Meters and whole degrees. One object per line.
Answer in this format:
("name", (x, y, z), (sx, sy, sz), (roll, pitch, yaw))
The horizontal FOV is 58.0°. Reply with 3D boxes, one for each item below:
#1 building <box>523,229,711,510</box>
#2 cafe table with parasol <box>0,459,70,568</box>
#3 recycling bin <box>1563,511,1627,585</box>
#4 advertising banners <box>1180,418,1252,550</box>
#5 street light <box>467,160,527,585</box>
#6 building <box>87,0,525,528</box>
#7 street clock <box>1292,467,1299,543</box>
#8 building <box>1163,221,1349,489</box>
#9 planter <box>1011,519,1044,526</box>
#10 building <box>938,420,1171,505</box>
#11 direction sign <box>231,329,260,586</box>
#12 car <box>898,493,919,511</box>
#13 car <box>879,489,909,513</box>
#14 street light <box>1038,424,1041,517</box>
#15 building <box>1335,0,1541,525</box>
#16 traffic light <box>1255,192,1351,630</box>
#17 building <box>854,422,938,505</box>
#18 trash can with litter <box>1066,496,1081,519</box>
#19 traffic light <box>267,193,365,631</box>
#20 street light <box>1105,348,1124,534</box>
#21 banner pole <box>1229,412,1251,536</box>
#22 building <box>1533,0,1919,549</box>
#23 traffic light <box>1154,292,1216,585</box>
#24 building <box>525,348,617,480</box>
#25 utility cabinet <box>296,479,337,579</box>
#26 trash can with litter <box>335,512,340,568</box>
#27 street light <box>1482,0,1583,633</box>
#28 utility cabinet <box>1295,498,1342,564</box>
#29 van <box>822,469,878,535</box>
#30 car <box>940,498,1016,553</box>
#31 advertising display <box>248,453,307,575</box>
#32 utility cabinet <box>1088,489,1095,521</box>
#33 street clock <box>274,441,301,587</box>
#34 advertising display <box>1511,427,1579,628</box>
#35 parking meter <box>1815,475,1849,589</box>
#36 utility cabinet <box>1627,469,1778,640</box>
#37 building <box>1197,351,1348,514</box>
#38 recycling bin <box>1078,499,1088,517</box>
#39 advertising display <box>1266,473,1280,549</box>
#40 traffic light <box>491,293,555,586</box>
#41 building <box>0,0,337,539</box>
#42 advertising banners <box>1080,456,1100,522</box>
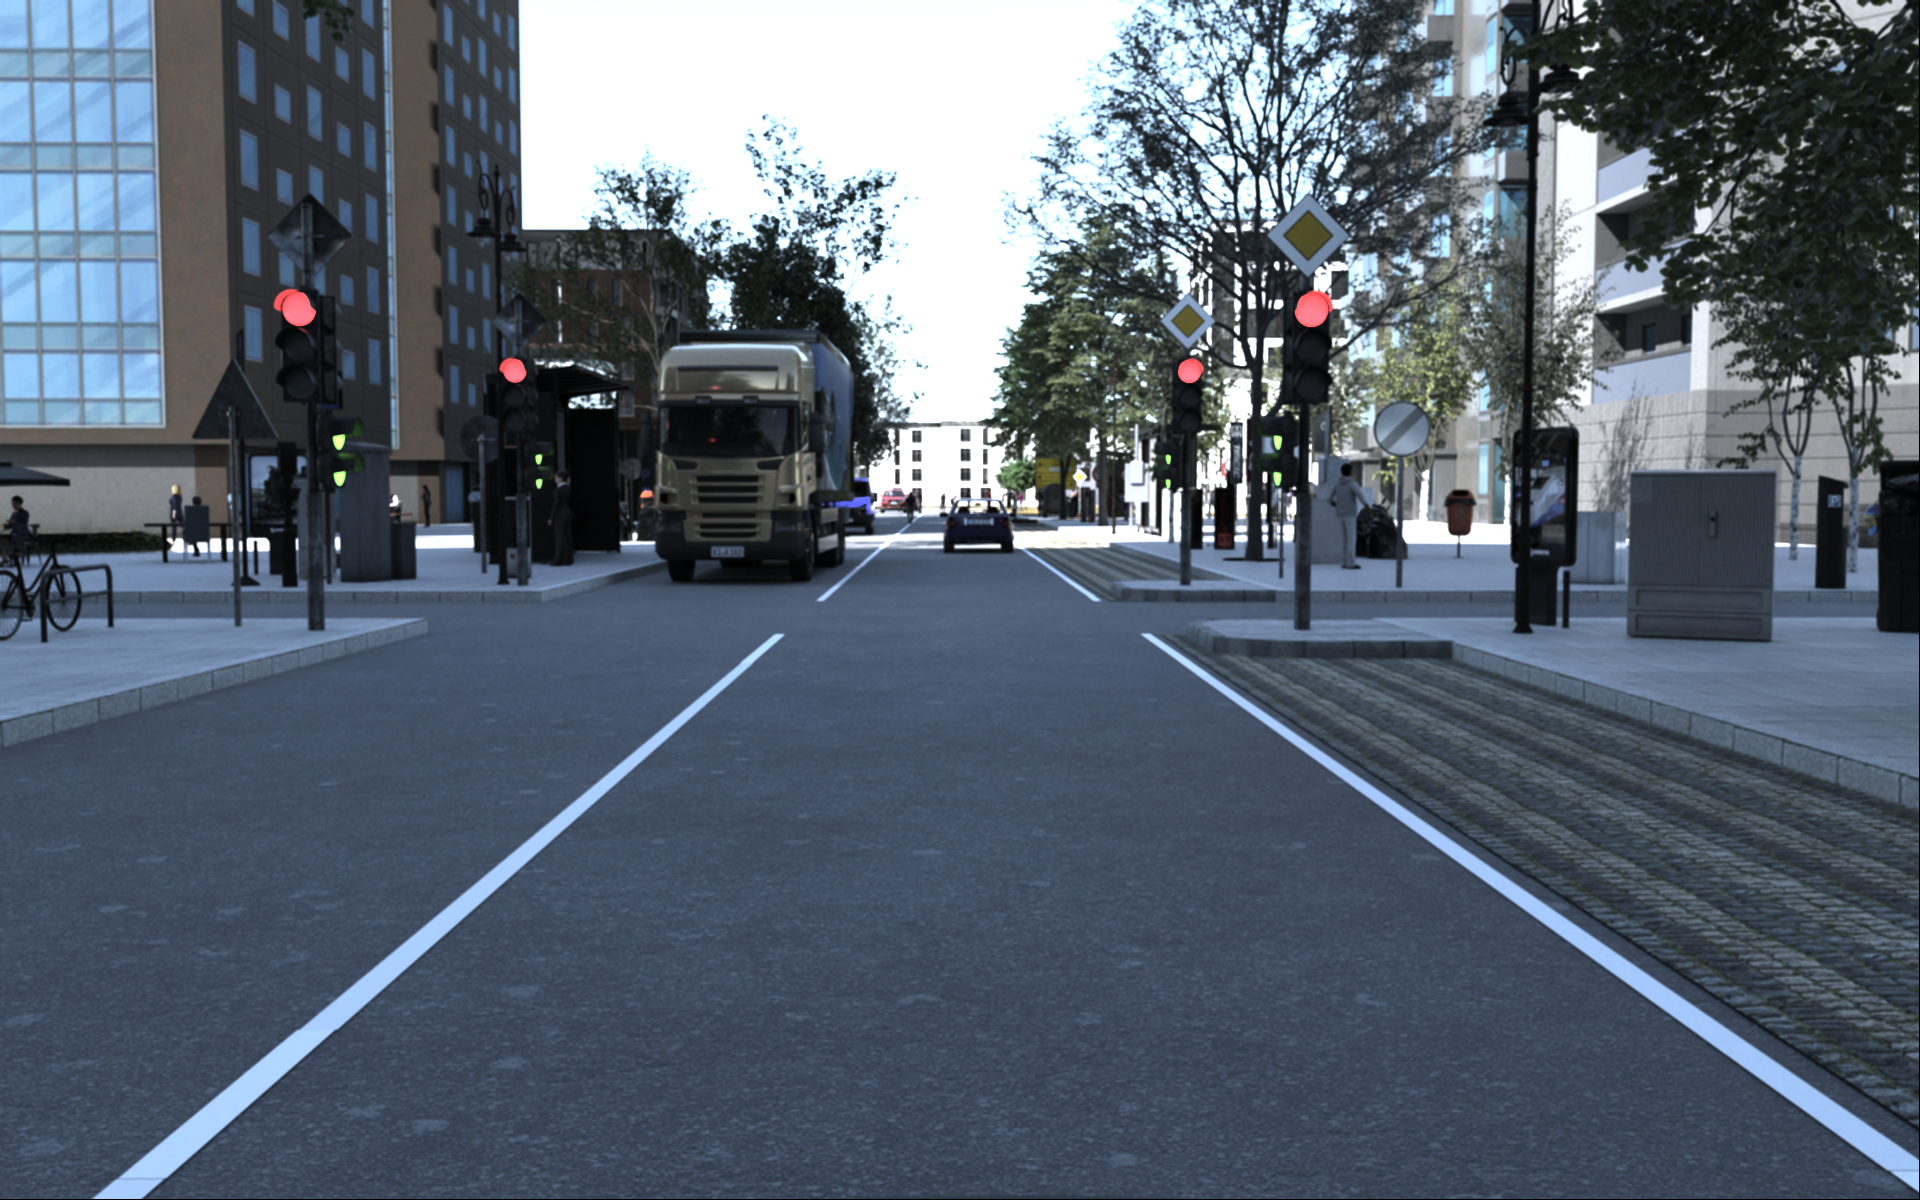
("building", (-38.730, -18.568, 147.569), (32.646, 21.610, 27.936), (0, 4, 0))
("cafe table with parasol", (-17.089, -1.562, 30.405), (2.610, 1.966, 2.610), (0, 4, -8))
("recycling bin", (9.147, -0.758, 24.955), (0.722, 1.027, 0.722), (2, 4, 34))
("advertising banners", (6.094, -2.680, 40.013), (2.074, 3.025, 0.090), (2, 4, 25))
("street light", (-6.491, -3.159, 24.445), (0.468, 5.910, 1.993), (0, 4, 0))
("building", (-28.486, -26.179, 78.133), (14.600, 45.320, 14.200), (0, 4, 0))
("street clock", (8.899, -2.508, 45.572), (0.471, 2.002, 0.358), (-1, 4, -12))
("building", (32.725, -18.458, 145.763), (27.936, 21.610, 32.646), (0, 4, 0))
("planter", (2.731, -3.448, 77.510), (1.991, 0.319, 1.994), (0, 4, 0))
("building", (11.792, -15.866, 201.559), (28.070, 9.664, 9.099), (0, 4, 0))
("direction sign", (-10.029, -1.970, 24.207), (0.379, 3.537, 0.876), (-2, 4, -27))
("car", (-4.402, -8.423, 146.762), (2.155, 1.783, 4.494), (0, 4, -2))
("car", (-5.040, -7.552, 132.154), (2.281, 1.827, 5.304), (0, 4, -2))
("street light", (4.554, -7.709, 98.826), (0.468, 5.910, 1.993), (0, 4, 0))
("building", (31.351, -28.362, 83.329), (23.786, 49.044, 30.456), (0, 4, 0))
("traffic light", (3.227, -1.676, 16.316), (0.839, 4.253, 0.868), (0, 4, 0))
("building", (-16.289, -15.939, 202.751), (28.070, 9.664, 9.099), (0, 4, 0))
("trash can with litter", (6.654, -5.226, 96.826), (1.055, 1.170, 0.624), (-3, 5, -41))
("traffic light", (-6.053, -1.670, 16.219), (0.839, 4.253, 0.868), (0, 4, 0))
("street light", (4.890, -5.020, 54.869), (0.468, 5.910, 1.993), (0, 4, 0))
("banner pole", (8.568, -3.838, 52.773), (0.863, 3.779, 0.401), (-1, 4, -19))
("building", (33.265, -30.937, 47.823), (28.212, 58.520, 21.231), (0, 4, 0))
("traffic light", (3.158, -2.164, 24.300), (0.839, 4.253, 0.868), (0, 4, 0))
("building", (-26.944, -10.494, 113.727), (9.099, 9.664, 28.070), (0, 4, 0))
("utility cabinet", (-9.799, -1.085, 26.421), (0.318, 1.500, 1.173), (0, 4, -8))
("trash can with litter", (-10.717, -1.155, 30.276), (0.624, 1.170, 1.055), (1, 4, 21))
("street light", (5.207, -2.633, 15.839), (0.468, 5.910, 1.993), (0, 4, 0))
("utility cabinet", (6.662, -1.258, 31.730), (1.020, 1.237, 0.306), (-1, 4, -13))
("van", (-4.079, -3.572, 62.783), (2.240, 2.365, 5.245), (0, 4, -2))
("car", (0.454, -1.894, 43.542), (1.945, 1.354, 3.894), (0, 3, 0))
("advertising display", (-10.791, -1.365, 27.527), (0.974, 1.923, 0.123), (0, 4, 1))
("utility cabinet", (6.234, -4.487, 82.034), (0.318, 1.500, 1.173), (0, 4, 3))
("street clock", (-9.277, -1.184, 23.922), (0.358, 2.002, 0.471), (-2, 4, -25))
("advertising display", (5.719, -0.720, 16.982), (0.123, 1.923, 0.974), (-1, 4, -13))
("parking meter", (11.848, -0.925, 23.530), (0.372, 1.533, 0.369), (0, 3, 0))
("utility cabinet", (6.548, -0.405, 15.303), (1.173, 1.500, 0.318), (2, 4, 28))
("building", (22.278, -10.602, 115.492), (9.099, 9.664, 28.070), (0, 4, 0))
("recycling bin", (6.973, -5.076, 95.546), (0.722, 1.027, 0.722), (-1, 4, -17))
("advertising display", (7.402, -2.187, 40.966), (0.123, 1.923, 0.974), (1, 4, 22))
("traffic light", (-6.123, -2.158, 24.204), (0.839, 4.253, 0.868), (0, 4, 0))
("building", (-27.587, -24.758, 54.903), (14.600, 45.320, 14.200), (0, 4, 0))
("advertising banners", (5.915, -5.022, 78.299), (0.090, 3.025, 2.074), (-1, 4, -21))
